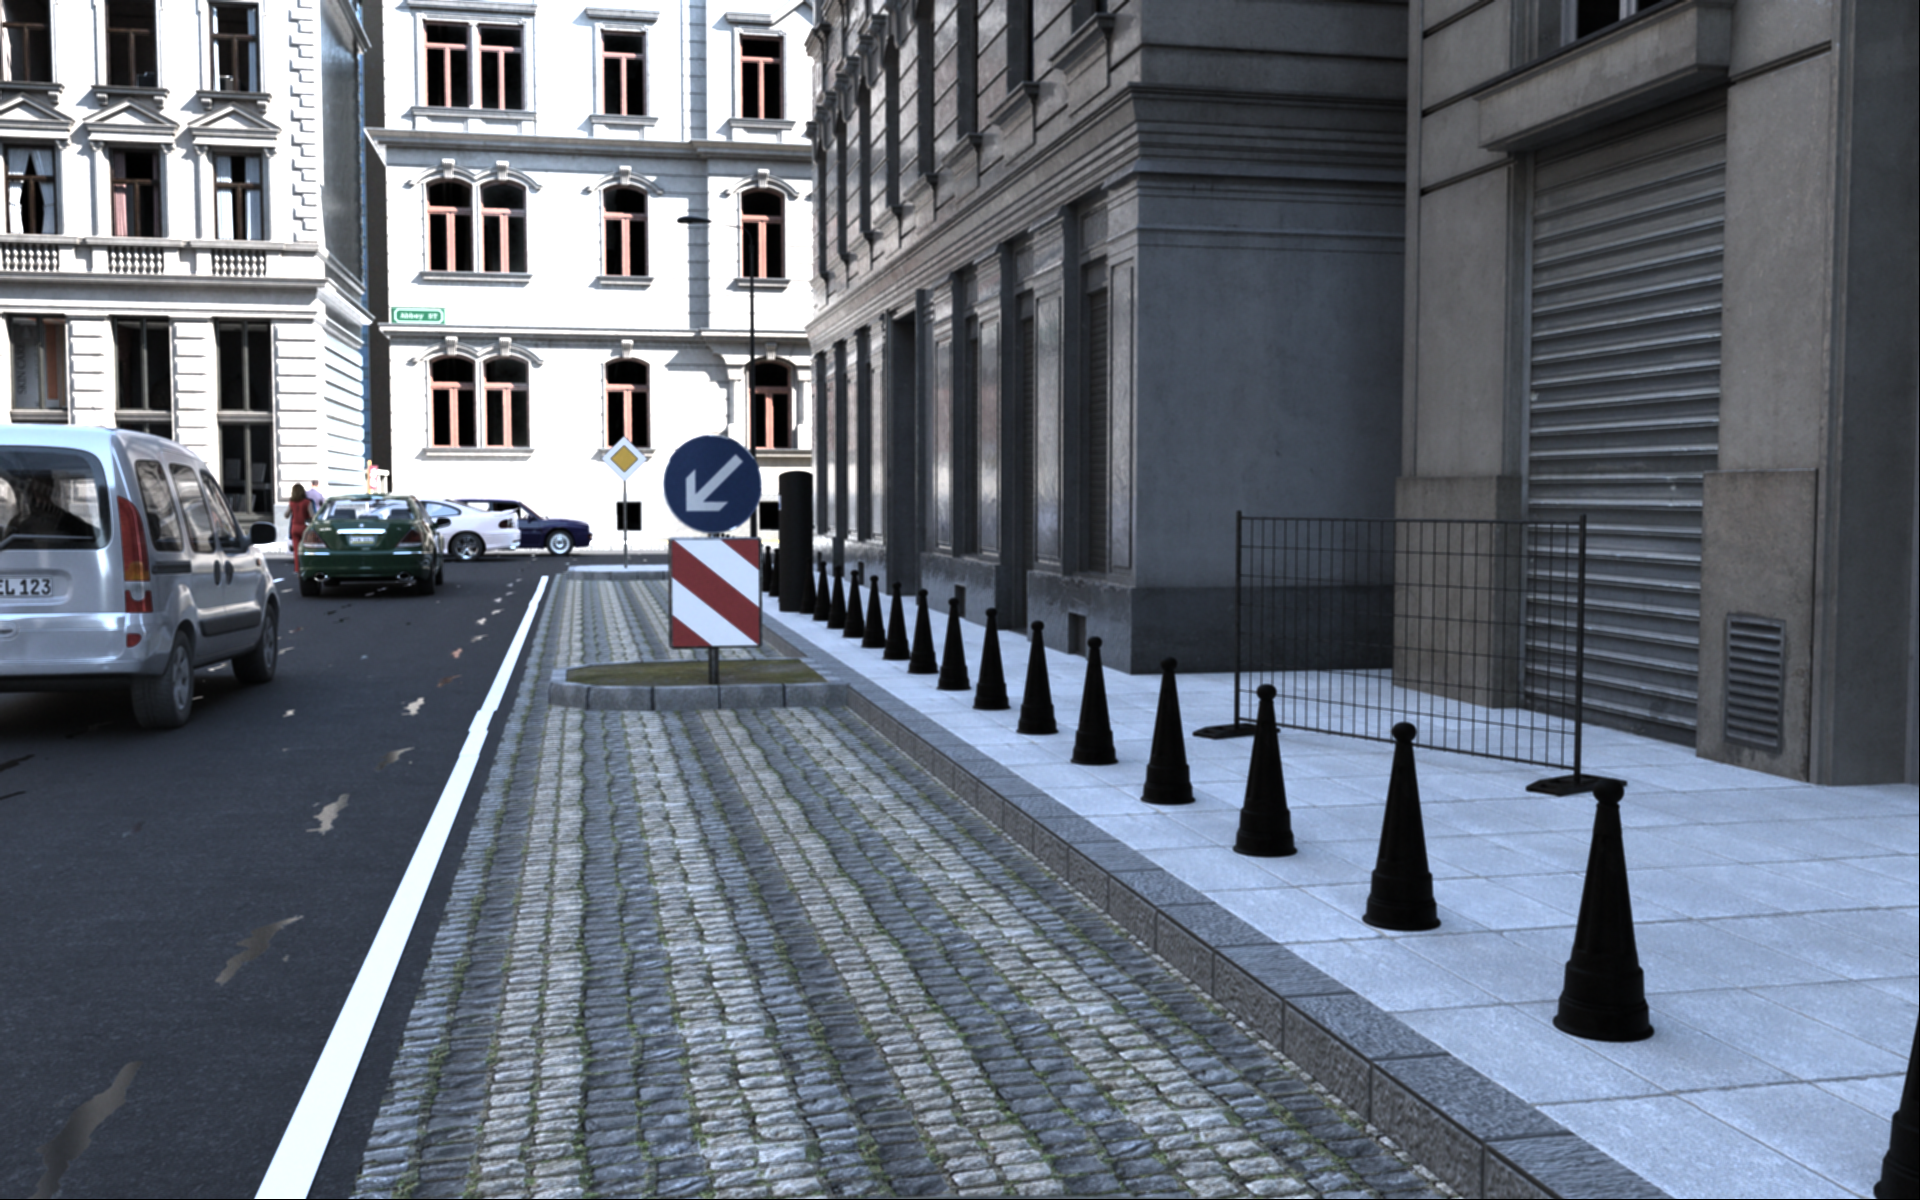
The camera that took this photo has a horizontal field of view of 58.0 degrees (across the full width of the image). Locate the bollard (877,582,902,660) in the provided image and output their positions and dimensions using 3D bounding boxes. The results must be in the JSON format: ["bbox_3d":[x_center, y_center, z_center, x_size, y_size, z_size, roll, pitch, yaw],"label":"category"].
[{"bbox_3d":[-0.491,0.158,13.454,0.229,0.601,0.229,0,3,0],"label":"bollard"}]

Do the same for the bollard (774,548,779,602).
[{"bbox_3d":[-2.065,-0.284,20.682,0.229,0.601,0.229,0,3,0],"label":"bollard"}]

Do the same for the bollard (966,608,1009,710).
[{"bbox_3d":[0.188,0.347,10.364,0.229,0.601,0.229,0,3,0],"label":"bollard"}]

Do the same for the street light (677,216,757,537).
[{"bbox_3d":[-4.038,-3.465,29.193,1.470,5.913,1.316,-1,4,-12],"label":"street light"}]

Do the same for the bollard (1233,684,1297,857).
[{"bbox_3d":[1.096,0.601,6.210,0.229,0.601,0.229,0,3,0],"label":"bollard"}]

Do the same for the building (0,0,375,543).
[{"bbox_3d":[-26.725,-13.362,47.352,19.941,23.489,11.050,-1,4,-12],"label":"building"}]

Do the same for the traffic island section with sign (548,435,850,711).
[{"bbox_3d":[-1.916,-0.227,12.337,1.989,1.847,2.006,-1,4,-12],"label":"traffic island section with sign"}]

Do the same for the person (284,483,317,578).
[{"bbox_3d":[-11.149,-1.177,29.454,0.593,1.614,0.444,2,4,28],"label":"person"}]

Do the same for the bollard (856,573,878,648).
[{"bbox_3d":[-0.717,0.094,14.503,0.229,0.601,0.229,0,3,0],"label":"bollard"}]

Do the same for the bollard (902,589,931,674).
[{"bbox_3d":[-0.265,0.221,12.426,0.229,0.601,0.229,0,3,0],"label":"bollard"}]

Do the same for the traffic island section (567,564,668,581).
[{"bbox_3d":[-5.755,-0.468,29.927,2.009,0.180,2.903,-1,4,-12],"label":"traffic island section"}]

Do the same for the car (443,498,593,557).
[{"bbox_3d":[-10.540,-1.700,40.376,3.894,1.354,1.945,-1,4,-12],"label":"car"}]

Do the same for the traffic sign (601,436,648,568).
[{"bbox_3d":[-5.776,-1.603,29.845,0.795,2.450,0.064,-1,4,-12],"label":"traffic sign"}]

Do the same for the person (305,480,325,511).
[{"bbox_3d":[-15.632,-2.002,41.680,0.683,1.767,0.568,-1,4,-20],"label":"person"}]

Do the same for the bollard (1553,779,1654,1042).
[{"bbox_3d":[1.546,0.728,4.146,0.229,0.601,0.229,0,3,0],"label":"bollard"}]

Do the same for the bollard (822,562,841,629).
[{"bbox_3d":[-1.165,-0.032,16.560,0.229,0.601,0.229,0,3,0],"label":"bollard"}]

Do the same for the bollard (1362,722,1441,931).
[{"bbox_3d":[1.323,0.665,5.175,0.229,0.601,0.229,0,3,0],"label":"bollard"}]

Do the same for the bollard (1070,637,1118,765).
[{"bbox_3d":[0.643,0.475,8.280,0.229,0.601,0.229,0,3,0],"label":"bollard"}]

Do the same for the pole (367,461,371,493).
[{"bbox_3d":[-35.891,-6.815,105.268,0.158,3.312,0.155,0,3,0],"label":"pole"}]

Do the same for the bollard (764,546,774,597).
[{"bbox_3d":[-2.294,-0.347,21.719,0.229,0.601,0.229,0,3,0],"label":"bollard"}]

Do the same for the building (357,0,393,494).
[{"bbox_3d":[-52.473,-29.978,140.244,14.600,45.320,14.200,-1,4,-12],"label":"building"}]

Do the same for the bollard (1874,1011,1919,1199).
[{"bbox_3d":[1.779,0.791,3.110,0.229,0.601,0.229,0,3,0],"label":"bollard"}]

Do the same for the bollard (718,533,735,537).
[{"bbox_3d":[-3.890,-0.794,29.018,0.229,0.601,0.229,0,3,0],"label":"bollard"}]

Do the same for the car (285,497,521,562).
[{"bbox_3d":[-11.893,-1.512,37.081,4.827,1.381,2.083,-1,4,-12],"label":"car"}]

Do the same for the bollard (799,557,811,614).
[{"bbox_3d":[-1.616,-0.157,18.616,0.229,0.601,0.229,0,3,0],"label":"bollard"}]

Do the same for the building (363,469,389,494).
[{"bbox_3d":[-57.347,-26.174,119.829,32.217,40.220,23.993,-1,4,-12],"label":"building"}]

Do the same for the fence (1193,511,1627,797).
[{"bbox_3d":[2.083,0.174,8.364,0.480,1.192,2.264,-2,4,-35],"label":"fence"}]

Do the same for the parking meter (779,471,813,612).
[{"bbox_3d":[-1.796,-0.645,18.950,0.372,1.533,0.369,0,3,0],"label":"parking meter"}]

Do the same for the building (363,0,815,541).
[{"bbox_3d":[-5.633,-16.282,53.597,23.554,28.519,14.401,-1,4,-12],"label":"building"}]

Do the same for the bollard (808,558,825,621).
[{"bbox_3d":[-1.388,-0.095,17.588,0.229,0.601,0.229,0,3,0],"label":"bollard"}]

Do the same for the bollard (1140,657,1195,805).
[{"bbox_3d":[0.871,0.538,7.238,0.229,0.601,0.229,0,3,0],"label":"bollard"}]

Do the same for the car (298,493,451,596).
[{"bbox_3d":[-8.733,-0.862,25.888,2.131,1.459,4.920,-1,4,-14],"label":"car"}]

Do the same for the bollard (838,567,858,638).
[{"bbox_3d":[-0.944,0.031,15.531,0.229,0.601,0.229,0,3,0],"label":"bollard"}]

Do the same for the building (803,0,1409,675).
[{"bbox_3d":[3.886,-10.531,21.338,9.793,20.994,18.267,-1,4,-12],"label":"building"}]

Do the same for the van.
[{"bbox_3d":[-5.835,-0.293,11.802,2.013,2.044,4.112,-1,4,-11],"label":"van"}]

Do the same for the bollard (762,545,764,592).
[{"bbox_3d":[-2.523,-0.412,22.776,0.229,0.601,0.229,0,3,0],"label":"bollard"}]

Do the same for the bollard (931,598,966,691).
[{"bbox_3d":[-0.040,0.284,11.392,0.229,0.601,0.229,0,3,0],"label":"bollard"}]

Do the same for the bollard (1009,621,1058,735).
[{"bbox_3d":[0.416,0.411,9.317,0.229,0.601,0.229,0,3,0],"label":"bollard"}]

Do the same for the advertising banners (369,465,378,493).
[{"bbox_3d":[-36.008,-6.595,104.020,2.074,3.025,0.090,-1,4,-19],"label":"advertising banners"}]
